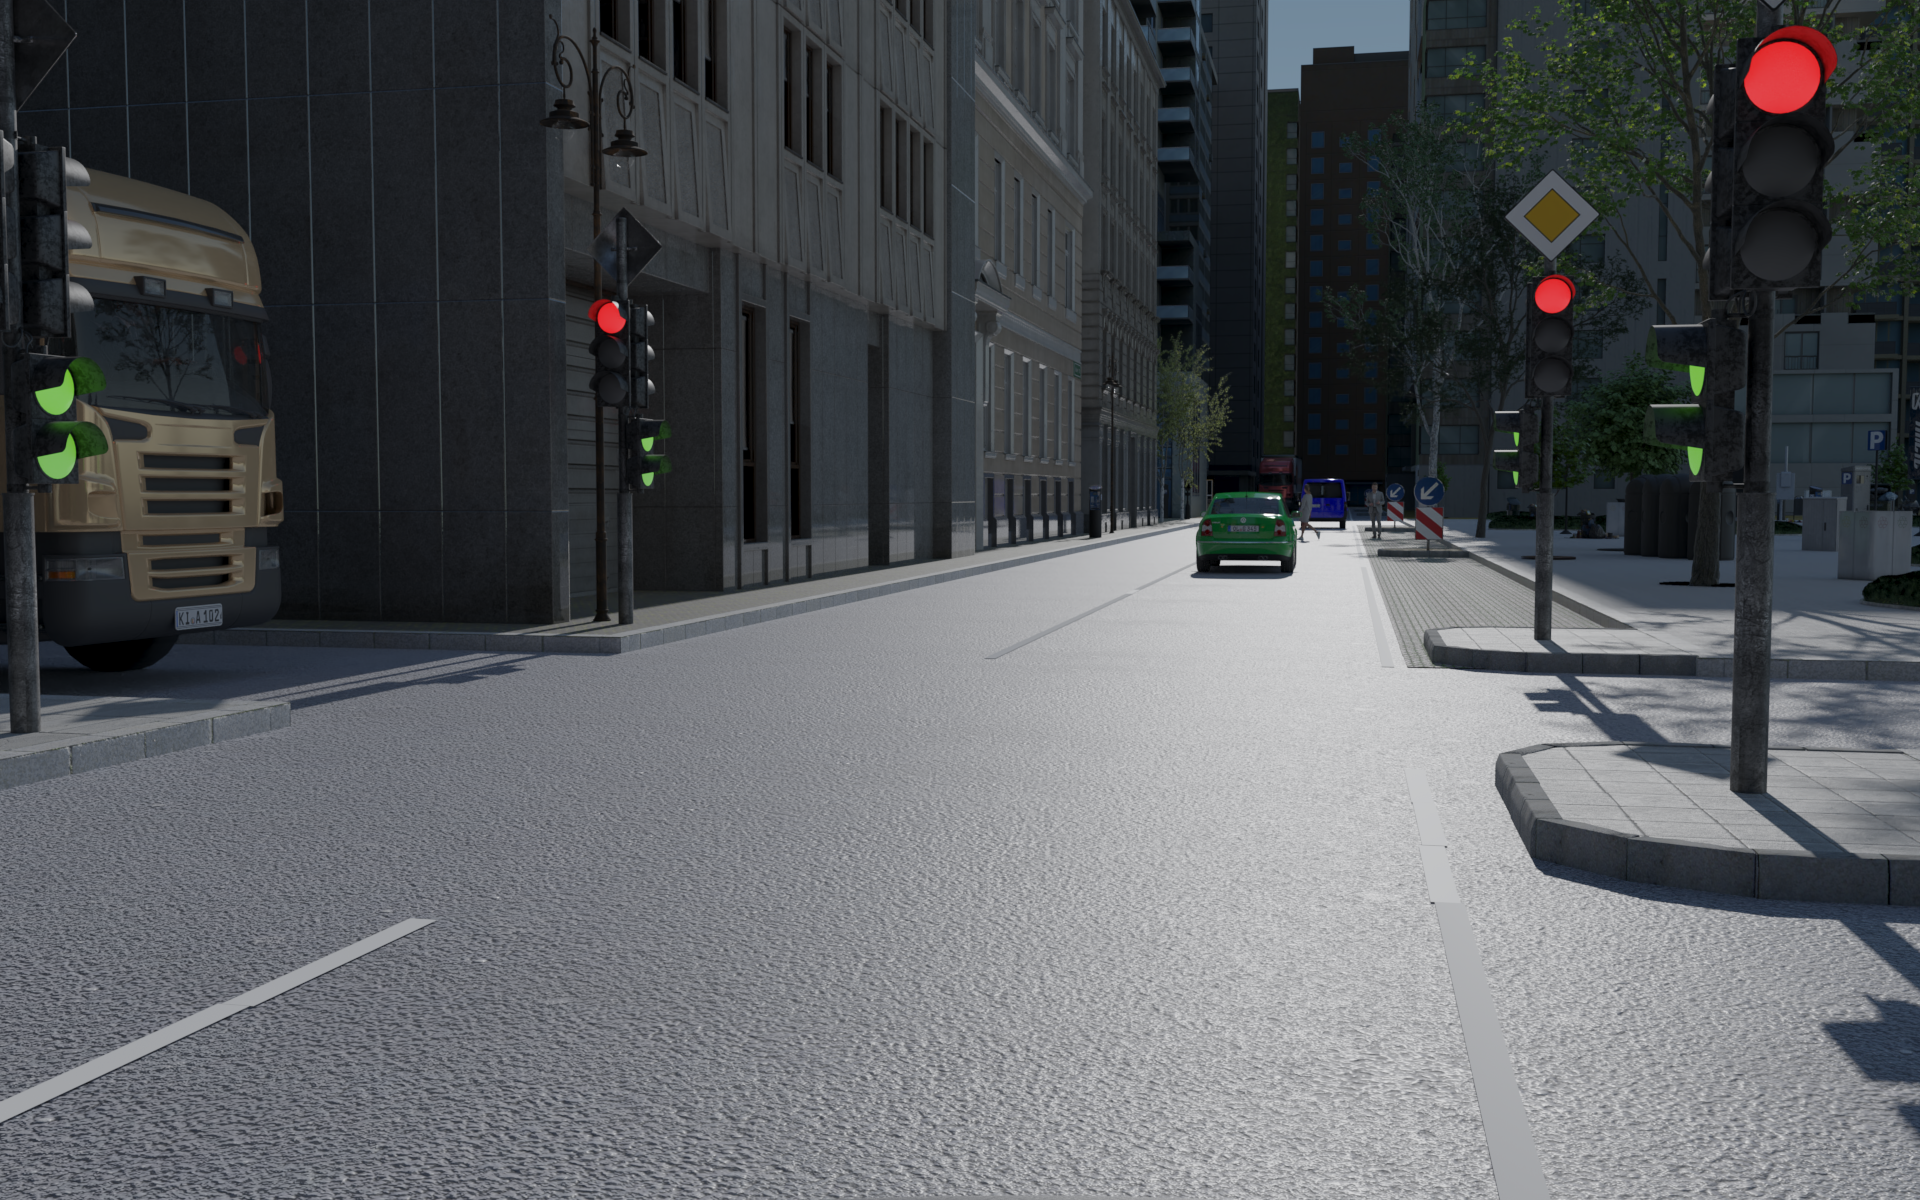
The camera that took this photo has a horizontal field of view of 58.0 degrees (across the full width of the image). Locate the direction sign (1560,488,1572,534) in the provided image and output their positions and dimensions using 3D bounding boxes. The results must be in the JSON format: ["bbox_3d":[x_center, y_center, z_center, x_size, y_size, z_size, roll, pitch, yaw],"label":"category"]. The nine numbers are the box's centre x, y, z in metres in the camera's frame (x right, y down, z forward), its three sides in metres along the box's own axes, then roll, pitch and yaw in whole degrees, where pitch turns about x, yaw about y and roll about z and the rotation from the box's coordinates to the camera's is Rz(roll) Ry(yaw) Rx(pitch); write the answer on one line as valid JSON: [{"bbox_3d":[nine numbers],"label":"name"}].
[{"bbox_3d":[19.424,-3.879,55.422,0.379,3.537,0.876,1,4,21],"label":"direction sign"}]

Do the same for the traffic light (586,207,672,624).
[{"bbox_3d":[-3.289,-1.718,17.011,0.839,4.253,0.868,1,4,12],"label":"traffic light"}]

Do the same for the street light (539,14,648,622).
[{"bbox_3d":[-3.620,-2.725,17.336,0.468,5.910,1.993,1,4,12],"label":"street light"}]

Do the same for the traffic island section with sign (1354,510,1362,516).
[{"bbox_3d":[27.262,-6.482,114.605,1.989,1.847,2.006,1,4,12],"label":"traffic island section with sign"}]

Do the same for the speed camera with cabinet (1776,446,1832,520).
[{"bbox_3d":[34.871,-4.724,71.580,2.038,3.252,0.660,1,4,23],"label":"speed camera with cabinet"}]

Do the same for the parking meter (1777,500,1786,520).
[{"bbox_3d":[39.912,-4.633,84.157,0.372,1.533,0.369,0,3,0],"label":"parking meter"}]

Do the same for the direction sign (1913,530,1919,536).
[{"bbox_3d":[29.251,-3.709,52.632,0.379,3.537,0.876,0,4,-7],"label":"direction sign"}]

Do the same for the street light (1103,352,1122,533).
[{"bbox_3d":[4.969,-5.121,56.512,0.468,5.910,1.993,1,4,12],"label":"street light"}]

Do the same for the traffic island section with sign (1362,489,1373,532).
[{"bbox_3d":[16.477,-3.515,66.098,1.989,1.847,2.006,1,4,12],"label":"traffic island section with sign"}]

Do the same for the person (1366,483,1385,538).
[{"bbox_3d":[13.385,-2.887,55.902,0.606,1.804,0.583,1,4,20],"label":"person"}]

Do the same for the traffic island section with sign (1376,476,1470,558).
[{"bbox_3d":[10.626,-1.905,39.783,1.989,1.847,2.006,1,4,12],"label":"traffic island section with sign"}]

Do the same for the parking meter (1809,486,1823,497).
[{"bbox_3d":[26.021,-2.708,52.681,0.372,1.533,0.369,0,3,0],"label":"parking meter"}]

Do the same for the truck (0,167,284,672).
[{"bbox_3d":[-10.398,-1.525,13.853,11.283,4.237,2.839,1,4,14],"label":"truck"}]

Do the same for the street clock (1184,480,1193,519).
[{"bbox_3d":[11.510,-5.077,87.587,0.471,2.002,0.358,-2,4,-34],"label":"street clock"}]

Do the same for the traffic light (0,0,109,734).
[{"bbox_3d":[-5.023,-1.241,9.216,0.839,4.253,0.868,1,4,12],"label":"traffic light"}]

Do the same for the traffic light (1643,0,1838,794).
[{"bbox_3d":[3.387,-1.128,7.369,0.839,4.253,0.868,1,4,12],"label":"traffic light"}]

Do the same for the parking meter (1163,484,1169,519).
[{"bbox_3d":[10.735,-5.204,90.804,0.399,1.863,0.255,0,4,-7],"label":"parking meter"}]

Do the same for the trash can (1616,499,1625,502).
[{"bbox_3d":[20.686,-2.568,53.632,0.748,1.137,0.748,0,3,0],"label":"trash can"}]

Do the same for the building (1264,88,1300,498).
[{"bbox_3d":[28.038,-30.326,179.420,14.086,41.232,14.154,1,4,12],"label":"building"}]

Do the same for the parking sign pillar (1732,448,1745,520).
[{"bbox_3d":[27.363,-4.462,61.426,1.447,3.967,1.447,-1,4,-23],"label":"parking sign pillar"}]

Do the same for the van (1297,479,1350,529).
[{"bbox_3d":[15.405,-4.221,73.395,2.240,2.365,5.245,1,4,12],"label":"van"}]

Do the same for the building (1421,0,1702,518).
[{"bbox_3d":[33.335,-19.999,98.689,14.160,30.474,14.107,1,4,12],"label":"building"}]

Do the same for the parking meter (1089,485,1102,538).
[{"bbox_3d":[3.984,-2.601,50.942,0.372,1.533,0.369,0,3,0],"label":"parking meter"}]

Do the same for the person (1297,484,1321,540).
[{"bbox_3d":[10.777,-2.714,53.625,0.760,1.731,0.466,0,4,6],"label":"person"}]

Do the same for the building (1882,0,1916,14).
[{"bbox_3d":[68.676,-29.925,143.903,28.867,44.769,22.147,1,4,12],"label":"building"}]

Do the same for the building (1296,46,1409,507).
[{"bbox_3d":[41.857,-32.183,176.294,14.200,45.320,14.600,1,4,12],"label":"building"}]

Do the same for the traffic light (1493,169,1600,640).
[{"bbox_3d":[5.121,-1.605,15.164,0.839,4.253,0.868,1,4,12],"label":"traffic light"}]

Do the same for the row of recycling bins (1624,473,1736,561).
[{"bbox_3d":[14.474,-1.705,34.987,1.069,1.692,3.534,0,4,-4],"label":"row of recycling bins"}]

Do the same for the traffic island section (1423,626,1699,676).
[{"bbox_3d":[5.158,0.429,15.270,2.009,0.180,2.903,1,4,12],"label":"traffic island section"}]

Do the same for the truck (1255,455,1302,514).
[{"bbox_3d":[23.233,-8.362,125.639,2.839,4.237,11.283,1,4,14],"label":"truck"}]

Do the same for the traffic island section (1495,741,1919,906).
[{"bbox_3d":[3.424,0.906,7.474,2.009,0.180,2.903,1,4,12],"label":"traffic island section"}]

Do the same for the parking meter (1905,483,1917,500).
[{"bbox_3d":[43.665,-4.516,79.546,0.399,1.863,0.255,0,4,6],"label":"parking meter"}]
